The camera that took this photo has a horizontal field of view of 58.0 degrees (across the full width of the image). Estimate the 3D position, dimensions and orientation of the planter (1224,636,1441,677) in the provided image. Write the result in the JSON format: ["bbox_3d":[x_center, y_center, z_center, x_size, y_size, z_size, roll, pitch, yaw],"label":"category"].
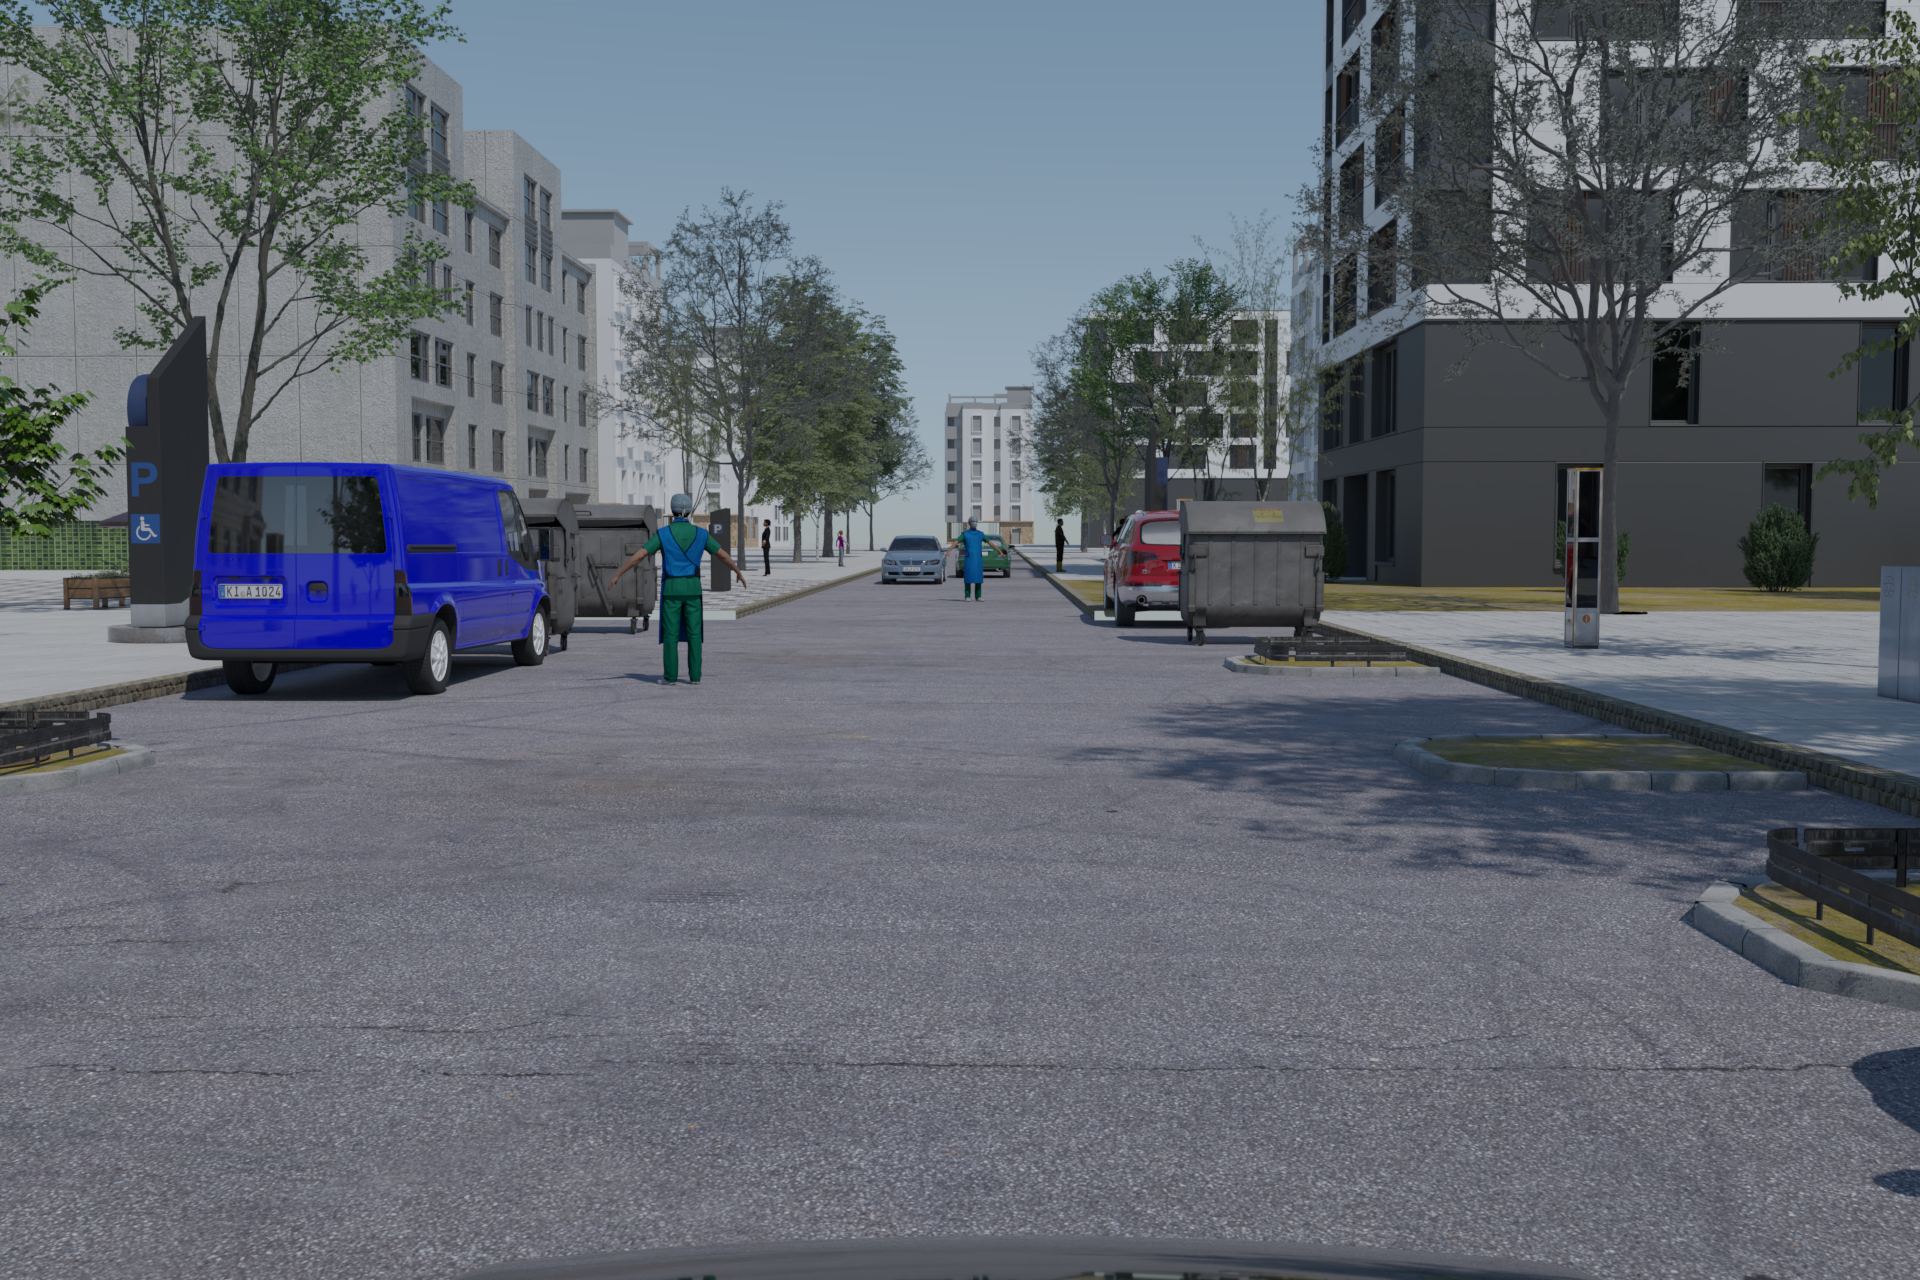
[{"bbox_3d":[3.850,0.168,18.388,1.991,0.319,1.994,0,4,1],"label":"planter"}]

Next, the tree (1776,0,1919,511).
[{"bbox_3d":[9.441,-4.002,15.798,4.737,8.622,4.395,0,3,0],"label":"tree"}]

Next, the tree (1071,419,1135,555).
[{"bbox_3d":[8.823,-9.438,104.677,4.360,8.622,3.978,0,3,0],"label":"tree"}]

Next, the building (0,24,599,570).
[{"bbox_3d":[-27.875,-12.835,76.317,16.747,18.905,31.486,0,4,1],"label":"building"}]

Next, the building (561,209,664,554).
[{"bbox_3d":[-24.997,-15.038,102.287,16.016,20.090,11.380,0,4,2],"label":"building"}]

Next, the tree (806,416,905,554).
[{"bbox_3d":[-6.983,-10.817,111.276,8.767,10.594,7.601,2,4,35],"label":"tree"}]

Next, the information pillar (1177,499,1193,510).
[{"bbox_3d":[4.705,-1.948,36.348,0.304,2.012,0.304,0,4,1],"label":"information pillar"}]

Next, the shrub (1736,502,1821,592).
[{"bbox_3d":[18.190,-2.085,38.517,1.690,2.028,1.600,0,3,0],"label":"shrub"}]

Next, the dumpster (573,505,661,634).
[{"bbox_3d":[-5.363,-1.036,25.149,1.865,1.857,1.264,0,4,1],"label":"dumpster"}]

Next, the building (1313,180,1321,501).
[{"bbox_3d":[23.592,-14.232,89.120,16.016,20.090,11.380,0,4,1],"label":"building"}]

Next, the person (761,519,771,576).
[{"bbox_3d":[-5.959,-2.809,52.653,0.721,1.740,1.216,0,4,-7],"label":"person"}]

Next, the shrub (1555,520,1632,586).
[{"bbox_3d":[13.928,-2.062,38.130,1.690,2.028,1.600,0,3,0],"label":"shrub"}]

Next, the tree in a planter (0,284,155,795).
[{"bbox_3d":[-6.005,-0.794,10.209,1.991,3.239,1.994,0,4,1],"label":"tree in a planter"}]

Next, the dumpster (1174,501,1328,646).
[{"bbox_3d":[3.781,-0.881,22.626,1.865,1.857,1.264,0,4,1],"label":"dumpster"}]

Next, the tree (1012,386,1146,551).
[{"bbox_3d":[9.532,-13.699,134.342,12.009,13.543,11.850,0,3,0],"label":"tree"}]

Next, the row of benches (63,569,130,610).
[{"bbox_3d":[-14.520,-0.967,31.279,1.422,0.672,4.104,1,4,10],"label":"row of benches"}]

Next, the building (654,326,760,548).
[{"bbox_3d":[-25.175,-18.489,158.723,16.016,20.090,11.380,0,4,2],"label":"building"}]

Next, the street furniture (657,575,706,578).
[{"bbox_3d":[-13.015,-2.299,44.449,11.010,1.723,9.812,-2,4,-27],"label":"street furniture"}]

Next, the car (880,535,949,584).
[{"bbox_3d":[-1.314,-2.370,50.755,2.014,1.417,4.499,0,4,2],"label":"car"}]

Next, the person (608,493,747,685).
[{"bbox_3d":[-2.660,-0.483,16.480,1.347,1.817,0.704,-2,4,-24],"label":"person"}]

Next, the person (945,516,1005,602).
[{"bbox_3d":[0.293,-1.718,36.672,1.347,1.817,0.704,-1,4,-19],"label":"person"}]

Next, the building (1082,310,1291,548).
[{"bbox_3d":[26.074,-20.206,174.334,27.936,21.610,32.646,0,4,1],"label":"building"}]

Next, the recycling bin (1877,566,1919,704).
[{"bbox_3d":[7.620,-0.050,13.371,0.722,1.027,0.722,0,4,2],"label":"recycling bin"}]

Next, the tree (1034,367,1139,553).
[{"bbox_3d":[8.664,-12.217,117.870,7.486,12.596,7.792,0,3,0],"label":"tree"}]

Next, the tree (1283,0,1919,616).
[{"bbox_3d":[10.420,-7.168,27.563,12.009,13.543,11.850,0,3,0],"label":"tree"}]

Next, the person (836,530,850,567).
[{"bbox_3d":[-4.606,-3.587,67.913,0.599,1.433,0.991,-3,4,-36],"label":"person"}]

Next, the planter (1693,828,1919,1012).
[{"bbox_3d":[3.662,0.932,5.909,1.991,0.319,1.994,0,4,2],"label":"planter"}]

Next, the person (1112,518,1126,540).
[{"bbox_3d":[5.474,-3.171,58.031,0.705,1.806,1.347,-3,5,-42],"label":"person"}]

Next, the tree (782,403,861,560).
[{"bbox_3d":[-6.879,-8.188,84.239,4.737,8.622,4.395,0,3,0],"label":"tree"}]

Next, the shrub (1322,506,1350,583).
[{"bbox_3d":[9.495,-2.541,45.589,1.661,2.075,1.752,0,3,0],"label":"shrub"}]

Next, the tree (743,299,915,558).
[{"bbox_3d":[-7.337,-11.504,94.741,9.857,13.997,8.962,0,3,0],"label":"tree"}]

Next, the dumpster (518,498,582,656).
[{"bbox_3d":[-5.573,-0.766,20.746,1.865,1.857,1.264,0,4,1],"label":"dumpster"}]

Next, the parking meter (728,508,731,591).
[{"bbox_3d":[-5.389,-2.044,39.124,0.399,1.863,0.255,0,4,3],"label":"parking meter"}]

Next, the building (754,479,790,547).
[{"bbox_3d":[-23.244,-15.280,191.979,9.099,9.664,28.070,0,4,2],"label":"building"}]

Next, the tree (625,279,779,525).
[{"bbox_3d":[-8.146,-6.140,50.755,4.360,8.622,3.978,0,3,0],"label":"tree"}]

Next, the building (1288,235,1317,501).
[{"bbox_3d":[26.277,-15.535,110.421,16.016,20.090,11.380,0,4,1],"label":"building"}]

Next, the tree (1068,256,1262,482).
[{"bbox_3d":[7.574,-8.490,64.561,9.928,11.665,9.643,0,3,0],"label":"tree"}]

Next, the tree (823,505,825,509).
[{"bbox_3d":[-16.047,-22.338,221.107,12.611,20.169,13.585,0,3,0],"label":"tree"}]

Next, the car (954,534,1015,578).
[{"bbox_3d":[0.790,-2.829,58.057,2.131,1.459,4.920,0,4,1],"label":"car"}]

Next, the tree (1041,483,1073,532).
[{"bbox_3d":[12.668,-16.765,224.470,4.737,8.622,4.395,0,3,0],"label":"tree"}]

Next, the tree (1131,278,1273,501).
[{"bbox_3d":[7.040,-6.095,50.012,4.360,8.622,3.978,0,3,0],"label":"tree"}]

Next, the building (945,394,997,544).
[{"bbox_3d":[-1.667,-22.444,225.843,11.380,20.090,16.016,0,4,5],"label":"building"}]

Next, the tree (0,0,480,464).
[{"bbox_3d":[-11.486,-6.196,27.057,9.928,11.665,9.643,0,3,0],"label":"tree"}]

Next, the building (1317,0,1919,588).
[{"bbox_3d":[25.417,-13.022,56.890,27.936,21.610,32.646,0,4,1],"label":"building"}]

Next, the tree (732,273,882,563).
[{"bbox_3d":[-6.894,-9.650,75.900,7.486,12.596,7.792,0,3,0],"label":"tree"}]

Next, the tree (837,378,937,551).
[{"bbox_3d":[-6.718,-13.359,128.788,12.009,13.543,11.850,0,3,0],"label":"tree"}]

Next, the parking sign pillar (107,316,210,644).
[{"bbox_3d":[-9.522,-1.981,20.861,1.447,3.967,1.447,0,4,1],"label":"parking sign pillar"}]

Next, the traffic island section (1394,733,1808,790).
[{"bbox_3d":[3.771,0.743,10.710,1.991,0.108,1.994,0,4,1],"label":"traffic island section"}]

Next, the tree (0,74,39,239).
[{"bbox_3d":[-11.302,-4.056,16.684,4.360,8.622,3.978,0,3,0],"label":"tree"}]

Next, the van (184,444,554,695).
[{"bbox_3d":[-5.538,-0.780,17.130,2.240,2.365,5.245,0,4,1],"label":"van"}]

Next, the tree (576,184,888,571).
[{"bbox_3d":[-7.653,-9.182,60.493,12.009,13.543,11.850,0,3,0],"label":"tree"}]

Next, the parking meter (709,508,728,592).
[{"bbox_3d":[-5.390,-2.014,38.633,0.399,1.863,0.255,0,4,3],"label":"parking meter"}]

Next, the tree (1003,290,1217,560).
[{"bbox_3d":[7.668,-10.785,86.697,12.009,13.543,11.850,0,3,0],"label":"tree"}]

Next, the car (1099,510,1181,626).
[{"bbox_3d":[3.461,-1.205,28.382,2.281,1.827,5.304,0,4,2],"label":"car"}]

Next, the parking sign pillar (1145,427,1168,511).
[{"bbox_3d":[4.987,-3.410,44.227,1.447,3.967,1.447,0,3,0],"label":"parking sign pillar"}]

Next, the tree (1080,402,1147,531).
[{"bbox_3d":[8.438,-8.987,97.299,4.360,8.622,3.978,0,3,0],"label":"tree"}]

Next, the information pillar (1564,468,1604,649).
[{"bbox_3d":[6.989,-0.913,19.418,0.304,2.012,0.304,0,4,1],"label":"information pillar"}]

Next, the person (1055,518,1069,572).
[{"bbox_3d":[3.416,-3.211,58.631,0.704,1.812,1.346,-1,4,-12],"label":"person"}]

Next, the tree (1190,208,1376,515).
[{"bbox_3d":[6.942,-5.469,39.779,4.360,8.622,3.978,0,3,0],"label":"tree"}]
